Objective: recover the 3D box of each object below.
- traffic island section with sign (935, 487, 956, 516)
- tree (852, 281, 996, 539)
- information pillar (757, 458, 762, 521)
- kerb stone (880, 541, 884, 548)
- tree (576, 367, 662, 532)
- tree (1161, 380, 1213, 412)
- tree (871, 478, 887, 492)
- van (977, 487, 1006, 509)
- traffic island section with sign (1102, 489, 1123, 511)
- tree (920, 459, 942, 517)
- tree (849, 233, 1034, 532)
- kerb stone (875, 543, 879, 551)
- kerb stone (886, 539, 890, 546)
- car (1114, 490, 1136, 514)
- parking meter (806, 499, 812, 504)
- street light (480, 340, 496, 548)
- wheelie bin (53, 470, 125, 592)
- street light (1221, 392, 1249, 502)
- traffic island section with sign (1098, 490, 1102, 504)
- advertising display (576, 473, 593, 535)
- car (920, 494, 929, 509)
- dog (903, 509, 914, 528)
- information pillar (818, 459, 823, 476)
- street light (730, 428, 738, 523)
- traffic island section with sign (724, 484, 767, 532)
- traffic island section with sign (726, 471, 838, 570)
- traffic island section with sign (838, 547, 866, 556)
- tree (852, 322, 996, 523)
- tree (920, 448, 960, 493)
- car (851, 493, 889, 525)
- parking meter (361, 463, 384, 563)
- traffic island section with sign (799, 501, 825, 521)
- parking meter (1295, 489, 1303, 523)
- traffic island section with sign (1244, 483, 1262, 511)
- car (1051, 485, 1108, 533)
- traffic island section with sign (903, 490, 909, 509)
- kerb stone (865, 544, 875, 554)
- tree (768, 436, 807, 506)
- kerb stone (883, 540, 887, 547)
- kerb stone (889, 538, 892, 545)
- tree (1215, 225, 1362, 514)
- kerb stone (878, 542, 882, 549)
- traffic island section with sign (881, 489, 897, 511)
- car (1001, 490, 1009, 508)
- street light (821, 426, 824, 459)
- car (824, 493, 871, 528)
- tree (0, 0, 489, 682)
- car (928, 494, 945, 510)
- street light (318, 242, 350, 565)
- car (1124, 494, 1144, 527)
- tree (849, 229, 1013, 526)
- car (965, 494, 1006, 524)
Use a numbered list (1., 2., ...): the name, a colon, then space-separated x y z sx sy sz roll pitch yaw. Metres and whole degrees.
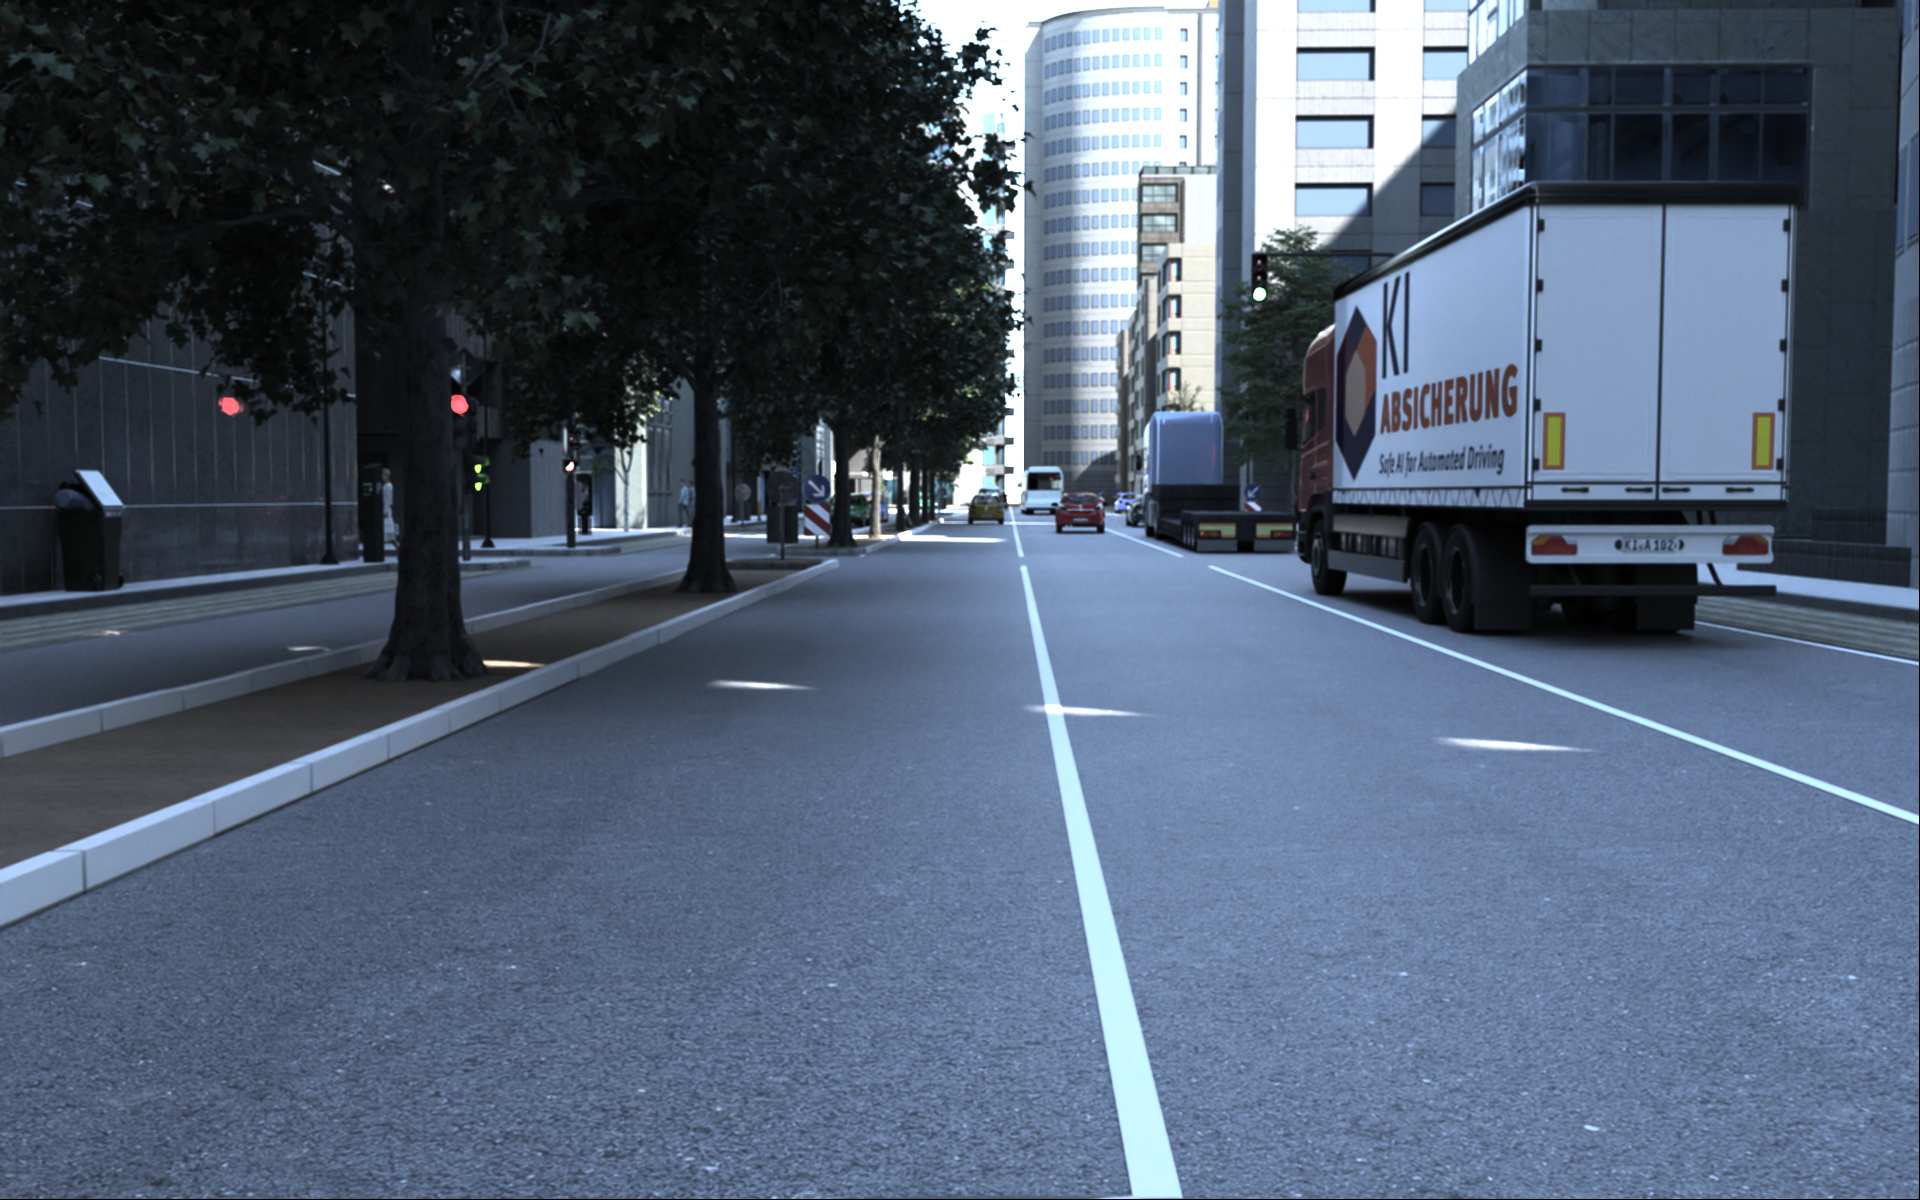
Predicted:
1. traffic island section with sign: -1.233 -6.590 115.882 2.006 1.907 1.989 0 4 2
2. tree: -2.610 -7.739 54.752 9.928 11.665 9.643 0 3 0
3. information pillar: -9.596 -5.594 82.821 0.183 3.616 0.504 0 4 6
4. kerb stone: -2.141 -1.399 45.221 0.120 0.150 1.000 0 4 2
5. tree: -11.476 -6.639 58.906 4.737 8.622 4.395 0 3 0
6. tree: 14.661 -9.811 110.767 4.737 8.622 4.395 0 3 0
7. tree: -8.283 -11.160 177.065 1.663 3.219 1.824 0 3 0
8. van: 1.749 -5.876 103.078 2.013 2.044 4.112 0 4 1
9. traffic island section with sign: 12.957 -8.186 142.473 1.989 1.847 2.006 0 4 2
10. tree: -1.285 -9.397 106.466 4.360 8.622 3.978 0 3 0
11. tree: -2.273 -9.352 65.737 12.009 13.543 11.850 0 3 0
12. kerb stone: -2.185 -1.282 43.163 0.120 0.150 1.000 0 4 2
13. kerb stone: -2.083 -1.534 47.271 0.120 0.150 1.000 0 4 2
14. car: 12.292 -7.181 127.007 1.945 1.707 3.694 0 4 0
15. parking meter: -9.526 -6.172 109.330 0.372 1.533 0.369 0 3 0
16. street light: -10.727 -4.196 41.140 1.470 5.913 1.316 0 4 2
17. wheelie bin: -11.569 -0.922 22.985 0.693 1.594 0.980 0 4 -1
18. street light: 12.618 -6.518 79.105 1.470 5.913 1.316 0 4 2
19. traffic island section with sign: 13.713 -9.874 170.065 1.989 1.847 2.006 0 4 2
20. advertising display: -11.822 -3.018 54.553 0.123 1.923 0.974 -2 4 -35
21. car: -3.181 -8.536 148.364 1.959 1.807 4.718 0 4 3
22. dog: -2.107 -3.392 72.291 0.800 0.831 0.513 1 4 10
23. information pillar: -9.162 -7.492 113.854 0.183 3.616 0.504 1 4 21
24. street light: -9.629 -6.434 77.740 1.470 5.913 1.316 0 4 2
25. traffic island section with sign: -8.281 -3.501 65.865 1.989 1.847 2.006 0 4 2
26. traffic island section with sign: -3.506 -1.543 33.367 2.006 1.907 1.989 0 4 2
27. traffic island section with sign: -3.292 -1.996 40.771 2.006 1.907 1.989 0 4 2
28. tree: -1.654 -10.699 95.513 7.486 12.596 7.792 0 3 0
29. tree: -1.592 -9.114 101.833 4.737 8.622 4.395 0 3 0
30. car: -4.348 -4.407 81.641 1.945 1.707 3.694 0 4 3
31. parking meter: -11.003 -1.636 32.456 0.255 1.863 0.399 1 4 10
32. traffic island section with sign: -7.534 -5.149 92.810 1.989 1.847 2.006 0 4 2
33. parking meter: 15.038 -4.187 76.868 0.372 1.533 0.369 0 3 0
34. traffic island section with sign: 10.832 -3.468 65.331 1.989 1.847 2.006 0 4 2
35. car: 4.490 -3.413 64.835 2.155 1.783 4.494 0 4 3
36. traffic island section with sign: -5.407 -9.866 169.936 1.989 1.847 2.006 0 4 2
37. kerb stone: -2.230 -1.219 42.131 0.120 0.150 1.000 0 4 2
38. tree: -10.093 -8.996 97.450 4.737 8.622 4.395 0 3 0
39. kerb stone: -2.109 -1.470 46.242 0.120 0.150 1.000 0 4 2
40. kerb stone: -2.050 -1.597 48.303 0.120 0.150 1.000 0 4 2
41. tree: 14.498 -9.513 73.660 7.486 12.596 7.792 0 3 0
42. kerb stone: -2.153 -1.345 44.191 0.120 0.150 1.000 0 4 2
43. traffic island section with sign: -6.152 -8.218 142.992 1.989 1.847 2.006 0 4 2
44. car: 3.807 -10.139 174.446 2.281 1.827 5.304 0 4 3
45. street light: -8.647 -8.696 114.713 1.470 5.913 1.316 0 4 2
46. car: -4.885 -4.076 75.435 1.959 1.807 4.718 0 4 3
47. tree: -4.153 -5.742 13.345 9.611 12.733 9.660 0 3 0
48. car: -2.247 -9.295 161.755 2.009 1.686 4.222 0 4 0
49. street light: -10.952 -3.597 31.356 1.470 5.913 1.316 0 4 2
50. car: 8.399 -3.971 76.716 2.131 1.459 4.920 0 4 1
51. tree: -2.071 -10.252 76.735 9.857 13.997 8.962 0 3 0
52. car: 1.246 -4.509 83.948 2.015 1.641 3.980 0 4 0
